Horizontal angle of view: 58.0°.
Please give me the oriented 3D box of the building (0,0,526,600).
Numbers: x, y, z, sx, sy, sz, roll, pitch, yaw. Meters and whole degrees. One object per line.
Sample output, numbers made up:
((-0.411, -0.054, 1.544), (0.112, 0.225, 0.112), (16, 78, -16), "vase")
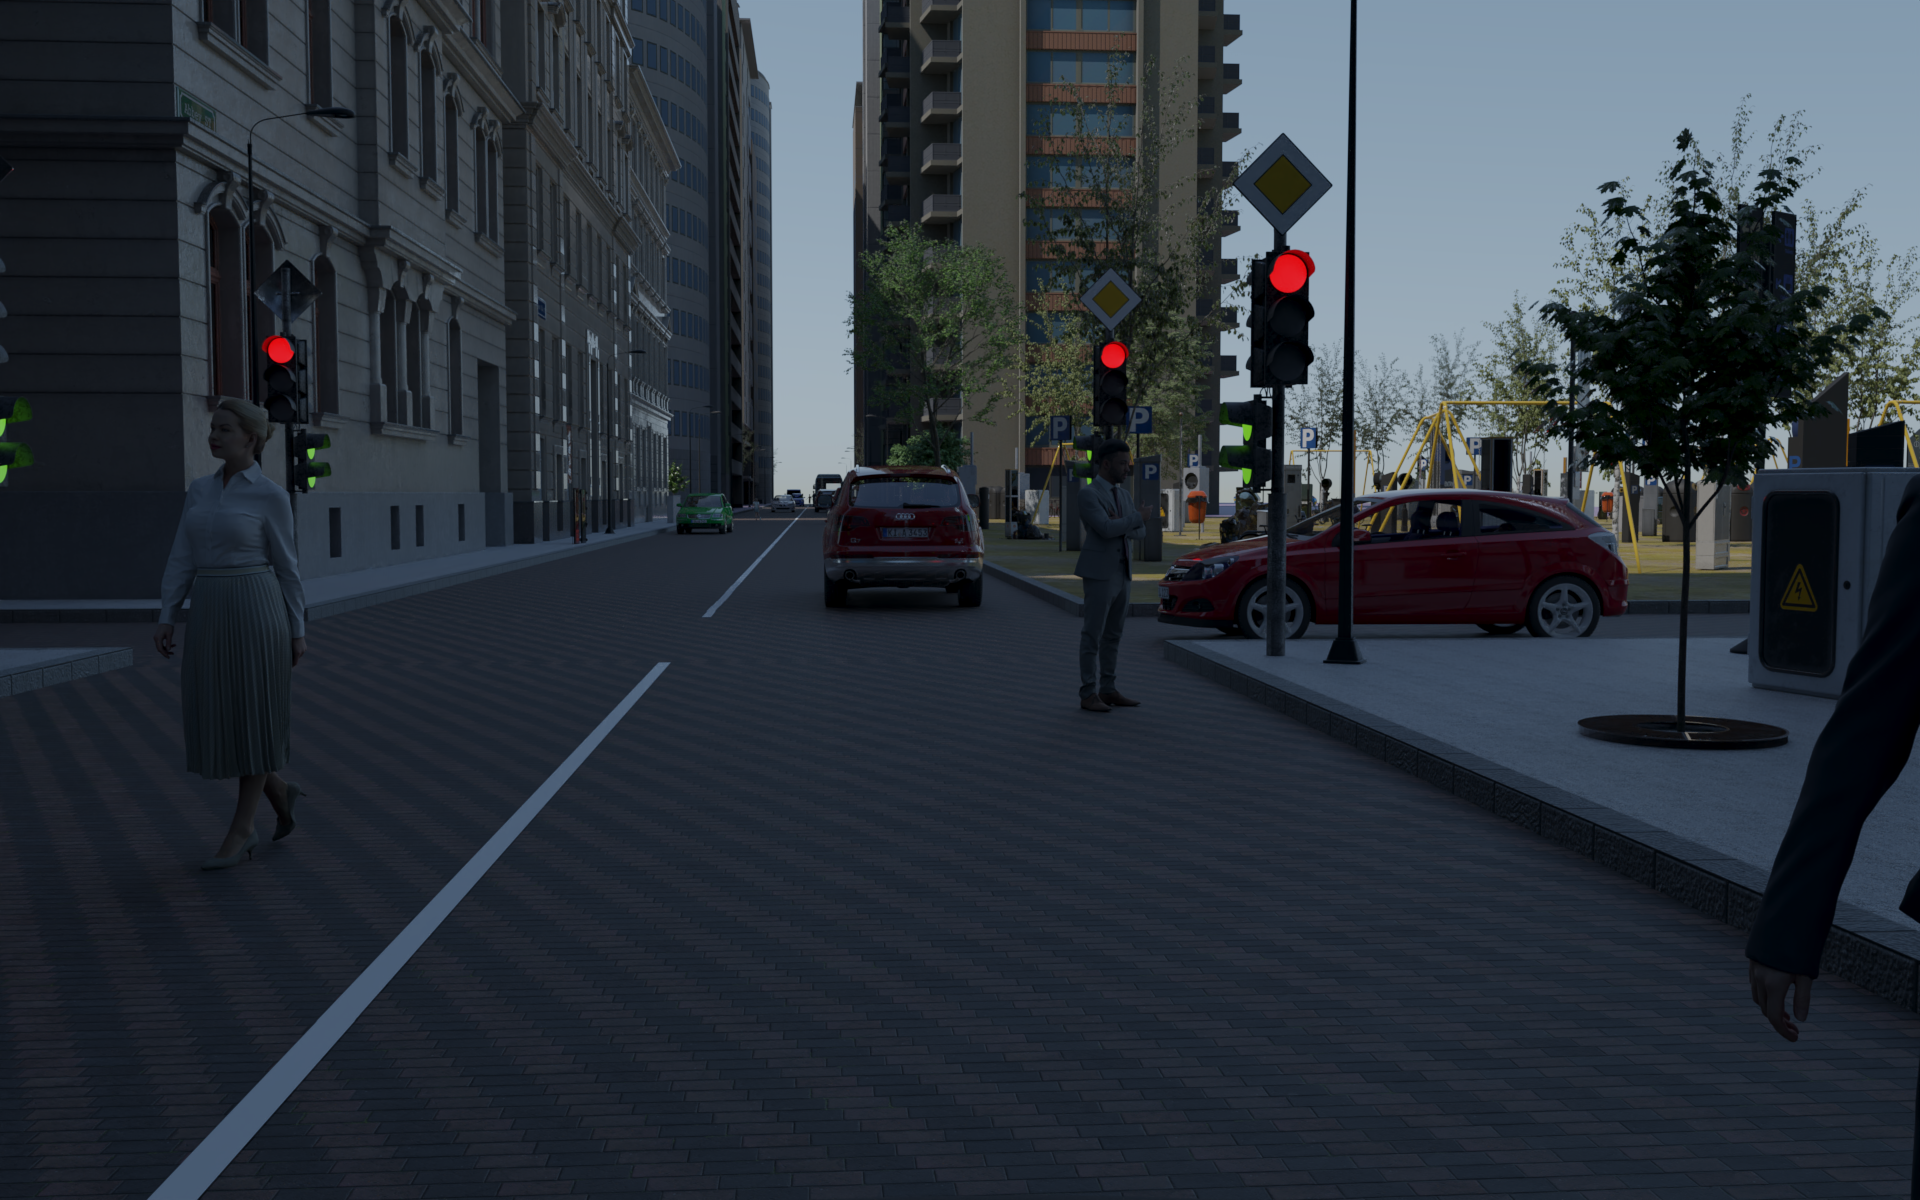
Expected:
((-16.457, -14.891, 30.865), (14.401, 28.519, 23.554), (0, 4, -5), "building")

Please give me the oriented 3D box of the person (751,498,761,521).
((-10.999, -4.884, 93.368), (0.505, 1.210, 0.382), (-1, 4, -22), "person")

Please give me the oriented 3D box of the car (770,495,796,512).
((-14.017, -7.644, 137.339), (2.083, 1.381, 4.827), (0, 4, -5), "car")

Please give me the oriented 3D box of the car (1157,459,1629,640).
((4.172, -0.484, 16.950), (4.494, 1.783, 2.155), (0, 4, -3), "car")

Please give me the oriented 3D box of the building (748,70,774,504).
((-36.164, -42.288, 233.411), (21.231, 58.520, 28.212), (0, 4, -5), "building")

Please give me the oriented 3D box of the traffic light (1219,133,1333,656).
((2.490, -1.513, 13.652), (0.839, 4.253, 0.868), (0, 4, -5), "traffic light")

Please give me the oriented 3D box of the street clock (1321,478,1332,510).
((16.790, -4.575, 79.371), (0.471, 2.002, 0.358), (3, 5, 44), "street clock")

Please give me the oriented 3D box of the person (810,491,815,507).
((-16.327, -11.278, 192.981), (0.705, 1.814, 1.350), (1, 4, 20), "person")

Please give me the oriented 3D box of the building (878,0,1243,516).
((5.909, -28.106, 114.154), (22.147, 44.769, 28.867), (0, 4, -5), "building")

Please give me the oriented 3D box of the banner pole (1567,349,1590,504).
((8.523, -2.072, 23.894), (0.401, 3.779, 0.863), (3, 5, 42), "banner pole")

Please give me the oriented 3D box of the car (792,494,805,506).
((-18.967, -11.744, 201.604), (1.945, 1.707, 3.694), (0, 4, -6), "car")

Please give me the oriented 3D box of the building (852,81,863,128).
((1.132, -38.475, 218.307), (28.713, 52.752, 27.495), (0, 4, -5), "building")

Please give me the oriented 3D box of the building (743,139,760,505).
((-32.063, -34.419, 212.867), (14.600, 45.320, 14.200), (0, 4, -5), "building")

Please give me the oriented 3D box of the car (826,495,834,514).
((-7.970, -6.302, 115.399), (2.083, 1.381, 4.827), (0, 4, -5), "car")

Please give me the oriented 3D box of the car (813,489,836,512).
((-10.479, -7.859, 137.163), (2.281, 1.827, 5.304), (0, 4, -6), "car")

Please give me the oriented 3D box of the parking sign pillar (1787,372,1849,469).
((18.900, -3.042, 38.205), (1.447, 3.967, 1.447), (-1, 4, -21), "parking sign pillar")

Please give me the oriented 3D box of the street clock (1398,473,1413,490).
((15.161, -3.331, 59.026), (0.471, 2.002, 0.358), (0, 4, -3), "street clock")

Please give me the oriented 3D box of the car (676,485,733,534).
((-9.324, -3.339, 63.391), (1.959, 1.807, 4.718), (0, 4, -3), "car")

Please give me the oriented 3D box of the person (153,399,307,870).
((-2.820, 0.115, 6.846), (0.478, 1.798, 0.641), (1, 4, 20), "person")

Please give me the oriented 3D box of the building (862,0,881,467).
((1.652, -37.676, 157.995), (21.231, 58.520, 28.212), (0, 4, -5), "building")

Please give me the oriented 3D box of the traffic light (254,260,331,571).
((-8.033, -1.950, 20.796), (0.839, 4.253, 0.868), (0, 4, -5), "traffic light")

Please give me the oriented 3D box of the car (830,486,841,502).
((-5.129, -4.502, 82.283), (2.281, 1.827, 5.304), (0, 4, -5), "car")

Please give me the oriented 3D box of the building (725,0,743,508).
((-29.938, -32.085, 148.285), (21.300, 48.544, 21.600), (0, 4, -5), "building")

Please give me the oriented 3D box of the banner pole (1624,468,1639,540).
((18.869, -3.594, 48.779), (0.401, 3.779, 0.863), (0, 4, -1), "banner pole")

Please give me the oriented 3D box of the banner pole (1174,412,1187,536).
((6.739, -3.841, 52.813), (0.401, 3.779, 0.863), (0, 4, 4), "banner pole")

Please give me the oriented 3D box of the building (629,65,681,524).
((-19.237, -14.820, 78.459), (11.583, 22.565, 21.152), (0, 4, -5), "building")

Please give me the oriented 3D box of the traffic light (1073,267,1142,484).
((1.844, -1.999, 21.611), (0.839, 4.253, 0.868), (0, 4, -5), "traffic light")

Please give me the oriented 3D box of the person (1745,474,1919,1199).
((1.291, 0.420, 2.060), (0.576, 1.772, 0.534), (-1, 4, -16), "person")

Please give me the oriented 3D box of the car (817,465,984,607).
((-0.819, -0.910, 23.560), (2.281, 1.827, 5.304), (0, 4, -3), "car")

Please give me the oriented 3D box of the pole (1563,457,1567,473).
((33.440, -6.235, 95.778), (0.158, 3.312, 0.155), (0, 3, 0), "pole")

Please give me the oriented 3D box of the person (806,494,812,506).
((-17.824, -11.824, 205.088), (1.065, 1.426, 0.557), (3, 5, 44), "person")

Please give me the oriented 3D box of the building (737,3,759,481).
((-36.854, -36.806, 191.023), (28.713, 52.752, 27.495), (0, 4, -5), "building")

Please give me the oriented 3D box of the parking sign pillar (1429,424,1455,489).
((18.584, -4.787, 66.735), (1.447, 3.967, 1.447), (3, 5, 44), "parking sign pillar")

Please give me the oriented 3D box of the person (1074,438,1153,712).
((1.035, -0.173, 11.513), (0.466, 1.800, 0.511), (2, 4, 27), "person")

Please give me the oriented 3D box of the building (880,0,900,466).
((0.710, -27.678, 136.132), (14.154, 41.232, 14.086), (0, 4, -5), "building")

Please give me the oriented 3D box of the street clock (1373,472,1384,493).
((13.987, -3.260, 57.875), (0.358, 2.002, 0.471), (3, 4, 36), "street clock")

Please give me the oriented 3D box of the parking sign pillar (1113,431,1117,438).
((6.141, -5.204, 73.553), (1.447, 3.967, 1.447), (-3, 4, -37), "parking sign pillar")

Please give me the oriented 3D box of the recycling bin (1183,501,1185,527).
((8.156, -3.304, 66.581), (0.722, 1.027, 0.722), (-3, 5, -41), "recycling bin")

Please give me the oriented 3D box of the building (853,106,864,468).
((-5.060, -33.434, 196.763), (14.600, 45.320, 14.200), (0, 4, -5), "building")

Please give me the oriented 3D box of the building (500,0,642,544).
((-17.539, -15.781, 55.291), (12.463, 27.353, 25.104), (0, 4, -5), "building")

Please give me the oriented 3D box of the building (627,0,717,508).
((-26.481, -34.610, 107.880), (21.231, 58.520, 28.212), (0, 4, -5), "building")

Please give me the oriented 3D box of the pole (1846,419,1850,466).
((23.934, -3.242, 46.846), (0.158, 3.312, 0.155), (0, 3, 0), "pole")

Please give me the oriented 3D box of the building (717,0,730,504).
((-24.960, -27.340, 130.600), (14.154, 41.232, 14.086), (0, 4, -5), "building")

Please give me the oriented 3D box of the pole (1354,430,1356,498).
((12.576, -3.772, 55.523), (0.158, 3.312, 0.155), (0, 3, 0), "pole")

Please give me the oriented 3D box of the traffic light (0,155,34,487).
((-7.387, -1.463, 12.837), (0.839, 4.253, 0.868), (0, 4, -5), "traffic light")
